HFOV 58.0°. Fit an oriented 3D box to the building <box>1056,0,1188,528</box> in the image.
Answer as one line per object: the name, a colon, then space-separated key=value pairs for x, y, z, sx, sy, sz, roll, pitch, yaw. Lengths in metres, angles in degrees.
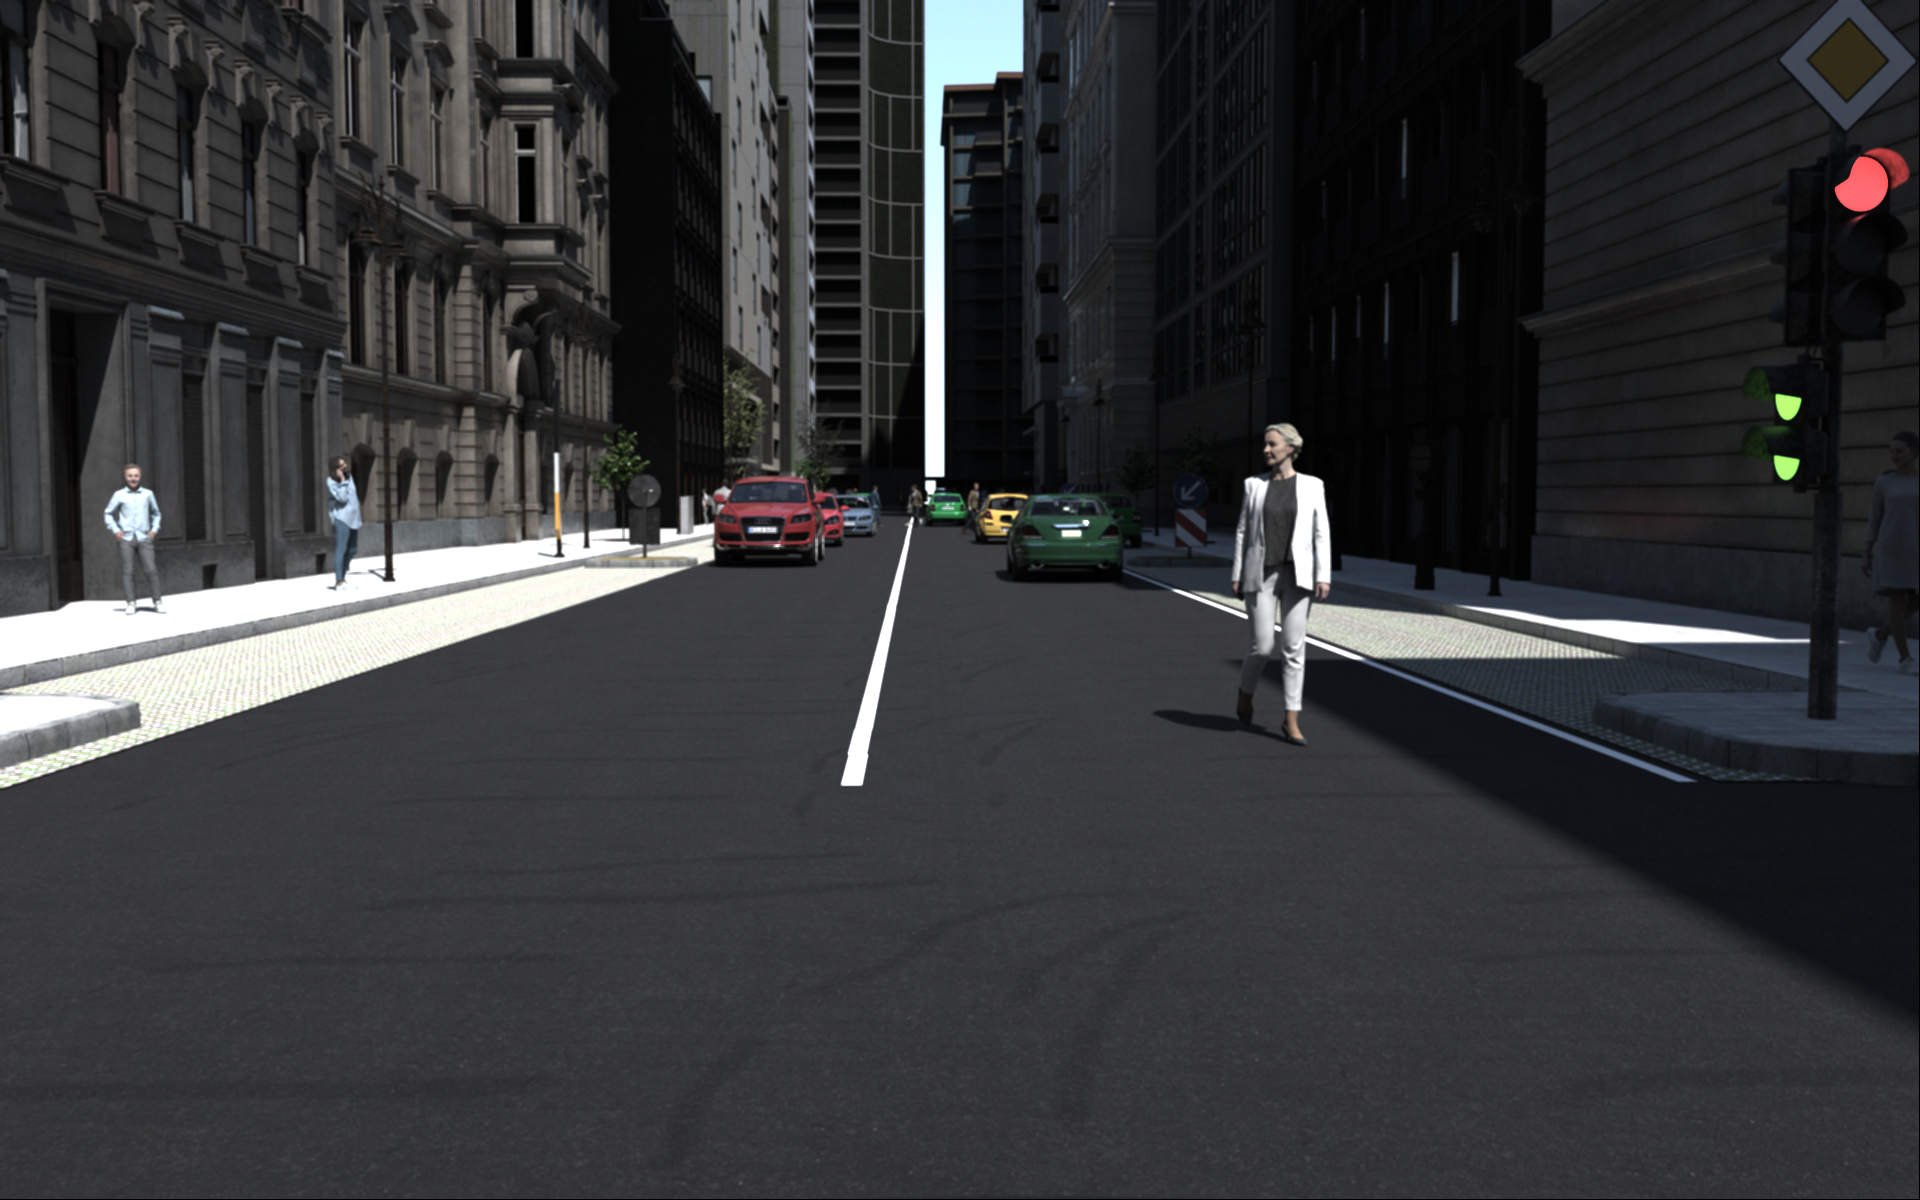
building: x=11.746 y=-17.678 z=74.947 sx=13.634 sy=28.700 sz=20.117 roll=0 pitch=4 yaw=-1

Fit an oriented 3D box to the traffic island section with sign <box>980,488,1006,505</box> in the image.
traffic island section with sign: x=2.494 y=-6.322 z=111.986 sx=1.989 sy=1.847 sz=2.006 roll=0 pitch=4 yaw=-1

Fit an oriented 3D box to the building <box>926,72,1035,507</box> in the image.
building: x=10.830 y=-32.176 z=180.704 sx=28.867 sy=44.769 sz=22.147 roll=0 pitch=4 yaw=-1

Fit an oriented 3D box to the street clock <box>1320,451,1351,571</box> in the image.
street clock: x=6.274 y=-1.494 z=28.994 sx=0.471 sy=2.002 sz=0.358 roll=3 pitch=5 yaw=40

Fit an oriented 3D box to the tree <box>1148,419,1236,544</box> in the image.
tree: x=6.099 y=-3.074 z=44.854 sx=1.663 sy=3.219 sz=1.824 roll=0 pitch=3 yaw=0

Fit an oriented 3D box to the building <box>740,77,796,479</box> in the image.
building: x=-18.969 y=-21.307 z=120.068 sx=14.160 sy=30.474 sz=14.107 roll=0 pitch=4 yaw=-1

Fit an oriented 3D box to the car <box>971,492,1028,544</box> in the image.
car: x=1.356 y=-2.480 z=50.773 sx=2.015 sy=1.641 sz=3.980 roll=0 pitch=4 yaw=-3

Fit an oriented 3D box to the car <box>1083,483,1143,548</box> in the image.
car: x=3.841 y=-2.351 z=47.230 sx=1.959 sy=1.807 sz=4.718 roll=0 pitch=4 yaw=-3

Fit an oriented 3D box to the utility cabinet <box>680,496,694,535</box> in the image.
utility cabinet: x=-8.656 y=-2.674 z=54.877 sx=0.306 sy=1.237 sz=1.020 roll=0 pitch=4 yaw=0

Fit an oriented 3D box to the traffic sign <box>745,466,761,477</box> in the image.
traffic sign: x=-9.326 y=-4.766 z=78.035 sx=0.768 sy=2.556 sz=0.104 roll=0 pitch=4 yaw=5

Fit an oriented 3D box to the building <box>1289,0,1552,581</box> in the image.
building: x=14.163 y=-12.433 z=32.955 sx=12.332 sy=23.373 sz=15.834 roll=0 pitch=4 yaw=-1

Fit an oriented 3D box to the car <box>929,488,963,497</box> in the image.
car: x=-0.919 y=-6.406 z=113.407 sx=2.281 sy=1.827 sz=5.304 roll=0 pitch=4 yaw=-1

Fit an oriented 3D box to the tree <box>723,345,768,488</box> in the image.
tree: x=-10.907 y=-8.074 z=82.366 sx=4.737 sy=8.622 sz=4.395 roll=0 pitch=3 yaw=0

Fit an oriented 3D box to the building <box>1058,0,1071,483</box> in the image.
building: x=12.828 y=-27.134 z=93.748 sx=14.600 sy=45.320 sz=14.200 roll=0 pitch=4 yaw=-1

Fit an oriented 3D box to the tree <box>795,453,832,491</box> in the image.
tree: x=-11.695 y=-9.317 z=136.049 sx=4.285 sy=4.588 sz=4.351 roll=0 pitch=3 yaw=0

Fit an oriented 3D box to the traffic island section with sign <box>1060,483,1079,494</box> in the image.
traffic island section with sign: x=3.714 y=-3.240 z=61.596 sx=1.989 sy=1.847 sz=2.006 roll=0 pitch=4 yaw=-1

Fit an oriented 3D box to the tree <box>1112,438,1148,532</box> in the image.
tree: x=5.902 y=-3.921 z=58.716 sx=1.663 sy=3.219 sz=1.824 roll=0 pitch=3 yaw=0

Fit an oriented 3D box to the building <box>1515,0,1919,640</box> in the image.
building: x=25.293 y=-12.152 z=17.763 sx=34.723 sy=24.649 sz=14.460 roll=0 pitch=4 yaw=-1

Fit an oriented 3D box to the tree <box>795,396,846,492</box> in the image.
tree: x=-10.817 y=-11.060 z=131.193 sx=4.360 sy=8.622 sz=3.978 roll=0 pitch=3 yaw=0

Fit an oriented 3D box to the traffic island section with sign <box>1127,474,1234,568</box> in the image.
traffic island section with sign: x=4.366 y=-1.583 z=34.504 sx=1.989 sy=1.847 sz=2.006 roll=0 pitch=4 yaw=-1

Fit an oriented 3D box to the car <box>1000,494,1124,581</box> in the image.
car: x=1.769 y=-1.113 z=29.988 sx=2.131 sy=1.459 sz=4.920 roll=0 pitch=4 yaw=0

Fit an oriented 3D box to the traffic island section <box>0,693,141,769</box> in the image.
traffic island section: x=-5.983 y=0.772 z=9.654 sx=2.009 sy=0.180 sz=2.903 roll=0 pitch=4 yaw=-1

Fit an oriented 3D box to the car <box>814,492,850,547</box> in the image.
car: x=-4.158 y=-2.409 z=48.421 sx=2.155 sy=1.783 sz=4.494 roll=0 pitch=4 yaw=-3

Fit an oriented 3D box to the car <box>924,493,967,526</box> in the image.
car: x=-0.635 y=-4.232 z=77.993 sx=1.959 sy=1.807 sz=4.718 roll=0 pitch=4 yaw=-3

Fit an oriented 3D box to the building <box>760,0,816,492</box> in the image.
building: x=-26.643 y=-37.013 z=147.161 sx=28.212 sy=58.520 sz=21.231 roll=0 pitch=4 yaw=-1

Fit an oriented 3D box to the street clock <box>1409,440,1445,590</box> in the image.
street clock: x=6.238 y=-1.139 z=23.191 sx=0.358 sy=2.002 sz=0.471 roll=-1 pitch=4 yaw=-23

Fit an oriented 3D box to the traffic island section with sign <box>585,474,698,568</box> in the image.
traffic island section with sign: x=-6.251 y=-1.568 z=34.258 sx=1.989 sy=1.847 sz=2.006 roll=0 pitch=4 yaw=-1

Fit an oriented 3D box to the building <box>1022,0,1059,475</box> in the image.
building: x=19.433 y=-34.046 z=145.883 sx=28.713 sy=52.752 sz=27.495 roll=0 pitch=4 yaw=-1

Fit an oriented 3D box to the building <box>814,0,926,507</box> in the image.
building: x=-13.873 y=-45.254 z=178.154 sx=20.611 sy=71.187 sz=20.563 roll=0 pitch=4 yaw=-1

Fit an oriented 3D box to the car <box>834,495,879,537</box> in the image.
car: x=-3.776 y=-2.889 z=59.244 sx=2.014 sy=1.417 sz=4.499 roll=0 pitch=4 yaw=-1

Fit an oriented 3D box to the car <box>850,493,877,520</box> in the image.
car: x=-5.409 y=-5.273 z=95.010 sx=1.959 sy=1.807 sz=4.718 roll=0 pitch=4 yaw=-3

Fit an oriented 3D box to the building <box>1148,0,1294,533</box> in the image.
building: x=14.395 y=-15.872 z=53.009 sx=14.314 sy=27.812 sz=24.014 roll=0 pitch=4 yaw=-1

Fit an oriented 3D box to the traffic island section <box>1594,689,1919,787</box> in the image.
traffic island section: x=4.955 y=0.756 z=9.913 sx=2.009 sy=0.180 sz=2.903 roll=0 pitch=4 yaw=-1

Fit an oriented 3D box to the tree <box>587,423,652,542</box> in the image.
tree: x=-9.216 y=-3.226 z=47.354 sx=1.663 sy=3.219 sz=1.824 roll=0 pitch=3 yaw=0

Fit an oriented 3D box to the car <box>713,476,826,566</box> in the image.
car: x=-3.903 y=-1.670 z=35.980 sx=2.281 sy=1.827 sz=5.304 roll=0 pitch=4 yaw=-2

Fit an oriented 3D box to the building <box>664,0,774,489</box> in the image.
building: x=-25.150 y=-31.115 z=97.970 sx=28.713 sy=52.752 sz=27.495 roll=0 pitch=4 yaw=-1

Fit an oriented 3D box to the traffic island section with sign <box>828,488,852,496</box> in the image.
traffic island section with sign: x=-8.115 y=-6.285 z=111.391 sx=1.989 sy=1.847 sz=2.006 roll=0 pitch=4 yaw=-1

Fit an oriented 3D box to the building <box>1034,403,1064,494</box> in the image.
building: x=17.255 y=-49.109 z=115.599 sx=22.319 sy=86.520 sz=31.000 roll=0 pitch=4 yaw=-1
